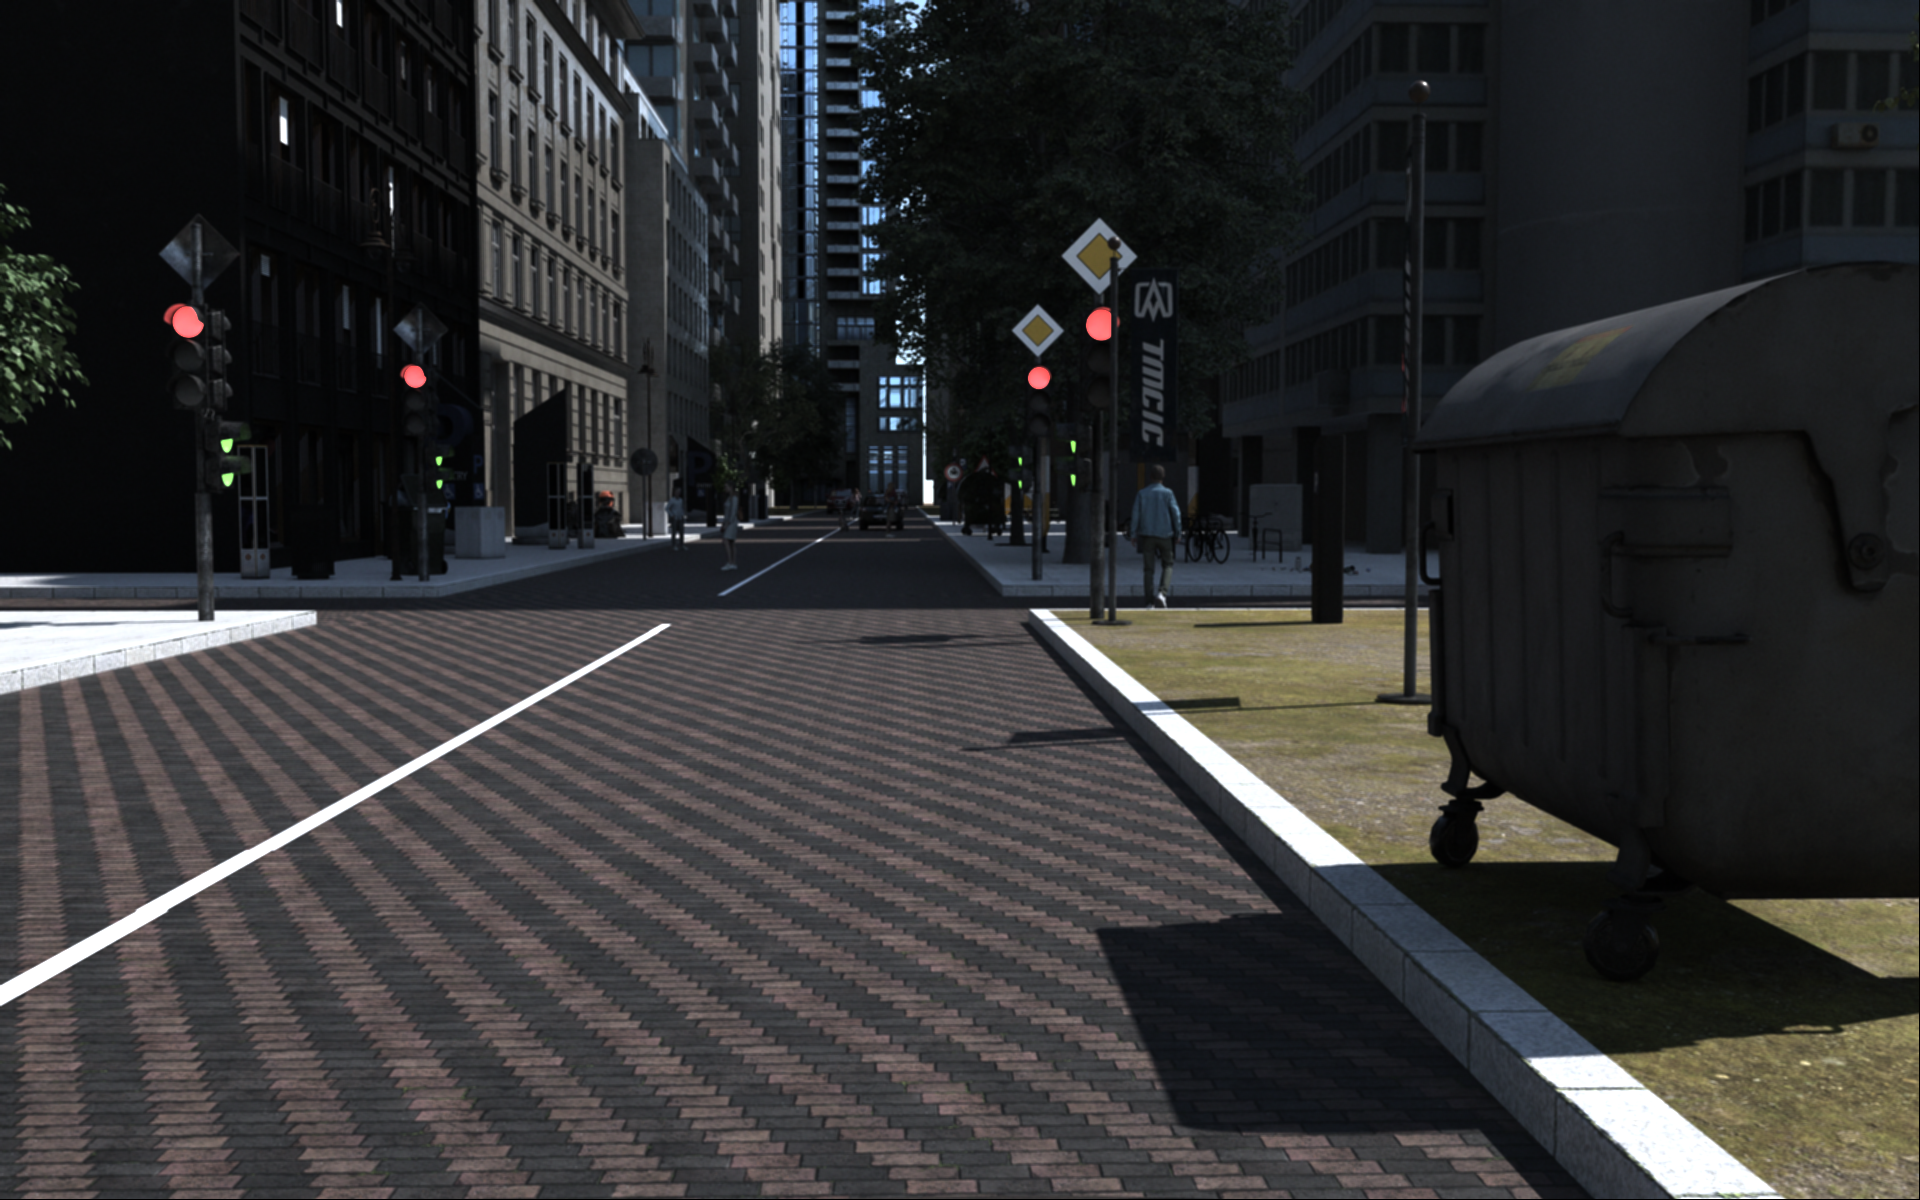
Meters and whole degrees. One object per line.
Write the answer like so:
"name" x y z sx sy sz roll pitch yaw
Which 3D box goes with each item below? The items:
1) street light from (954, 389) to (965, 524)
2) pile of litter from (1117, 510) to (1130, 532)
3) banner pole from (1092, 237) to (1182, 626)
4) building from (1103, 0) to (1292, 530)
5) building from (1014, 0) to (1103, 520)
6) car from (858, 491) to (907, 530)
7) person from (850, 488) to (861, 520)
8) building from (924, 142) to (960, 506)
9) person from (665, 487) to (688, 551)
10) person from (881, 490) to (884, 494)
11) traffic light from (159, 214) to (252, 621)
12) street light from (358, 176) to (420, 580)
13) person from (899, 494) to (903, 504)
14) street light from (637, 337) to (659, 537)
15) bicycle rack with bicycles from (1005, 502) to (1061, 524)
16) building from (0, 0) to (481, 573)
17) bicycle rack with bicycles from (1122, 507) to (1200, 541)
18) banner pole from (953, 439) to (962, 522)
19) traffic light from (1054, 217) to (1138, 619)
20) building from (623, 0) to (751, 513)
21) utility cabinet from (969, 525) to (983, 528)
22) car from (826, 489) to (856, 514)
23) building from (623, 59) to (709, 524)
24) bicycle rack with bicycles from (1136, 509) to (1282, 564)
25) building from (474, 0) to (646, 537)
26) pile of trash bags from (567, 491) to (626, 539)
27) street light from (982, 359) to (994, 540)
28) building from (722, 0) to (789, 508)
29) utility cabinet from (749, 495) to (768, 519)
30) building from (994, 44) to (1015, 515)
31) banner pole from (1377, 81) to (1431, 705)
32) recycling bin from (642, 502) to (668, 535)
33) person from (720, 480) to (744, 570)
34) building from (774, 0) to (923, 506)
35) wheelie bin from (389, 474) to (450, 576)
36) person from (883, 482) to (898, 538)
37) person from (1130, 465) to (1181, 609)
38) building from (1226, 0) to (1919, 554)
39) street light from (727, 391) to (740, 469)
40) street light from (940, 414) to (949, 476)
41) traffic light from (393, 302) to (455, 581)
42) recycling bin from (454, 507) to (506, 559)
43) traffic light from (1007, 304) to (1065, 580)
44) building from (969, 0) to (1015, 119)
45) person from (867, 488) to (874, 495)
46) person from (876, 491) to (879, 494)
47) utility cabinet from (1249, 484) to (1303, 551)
"street light" -0.016 -6.221 74.501 0.468 5.910 1.993 0 4 -2
"pile of litter" 5.510 -2.787 59.538 1.176 0.858 1.719 2 4 24
"banner pole" 1.731 -1.647 16.944 0.863 3.779 0.401 0 4 2
"building" 12.408 -18.169 68.763 14.160 30.474 14.107 0 4 -2
"building" 10.191 -26.927 90.361 14.600 45.320 14.200 0 4 -2
"car" -3.161 -3.688 70.087 2.009 1.686 4.222 0 4 -1
"person" -5.936 -5.415 97.626 0.593 1.750 0.643 -2 4 -29
"building" 3.084 -31.249 194.522 14.086 41.232 14.154 0 4 -2
"person" -7.204 -2.061 44.013 0.589 1.601 0.330 -3 5 -39
"person" -6.678 -8.578 149.428 1.217 1.739 0.721 0 4 3
"traffic light" -7.611 -1.743 17.413 0.839 4.253 0.868 0 4 -2
"street light" -8.399 -3.231 25.621 0.468 5.910 1.993 0 4 -2
"person" -5.413 -8.858 156.544 0.599 1.433 0.991 0 4 5
"street light" -9.190 -4.799 51.245 0.468 5.910 1.993 0 4 -2
"bicycle rack with bicycles" 3.341 -3.862 76.530 2.925 0.926 2.852 -3 4 -38
"building" -17.987 -12.567 35.144 12.332 23.373 15.834 0 4 -2
"bicycle rack with bicycles" 5.833 -2.121 48.064 2.925 0.926 2.852 -1 4 -22
"banner pole" -0.183 -5.461 79.304 0.401 3.779 0.863 -1 4 -23
"traffic light" 1.394 -1.762 17.727 0.839 4.253 0.868 0 4 -2
"building" -26.617 -30.269 114.513 23.786 49.044 30.456 0 4 -2
"utility cabinet" 0.611 -3.318 65.416 0.306 1.237 1.020 -1 4 -18
"car" -8.593 -7.161 125.753 2.281 1.827 5.304 0 4 -2
"building" -18.173 -13.941 82.689 10.420 20.320 16.860 0 4 -2
"bicycle rack with bicycles" 4.967 -1.201 33.014 2.852 0.926 2.925 0 4 1
"building" -20.850 -13.778 58.550 16.112 22.955 30.059 0 4 -2
"pile of trash bags" -10.801 -2.539 51.260 1.912 1.369 3.447 0 4 1
"street light" 0.842 -4.612 48.202 0.468 5.910 1.993 0 4 -2
"building" -30.181 -34.763 157.612 27.495 52.752 28.713 0 4 -2
"utility cabinet" -10.445 -4.802 89.673 1.020 1.237 0.306 0 4 -3
"building" 8.947 -20.984 114.793 14.160 30.474 14.107 0 4 -2
"banner pole" 2.816 -1.273 10.838 0.401 3.779 0.863 0 4 8
"recycling bin" -9.519 -2.541 54.100 0.722 1.027 0.722 0 4 -4
"person" -4.363 -1.434 32.948 0.522 1.701 0.512 -2 4 -24
"building" -19.825 -54.070 196.709 31.000 86.520 22.319 0 4 -2
"wheelie bin" -8.618 -1.200 27.531 0.693 1.594 0.980 3 5 42
"person" -2.280 -2.984 57.265 0.573 1.828 0.580 -2 4 -28
"person" 2.385 -0.750 21.105 0.601 1.785 0.444 1 4 14
"building" 19.834 -21.408 41.898 23.993 40.220 32.217 0 4 -2
"street light" -10.021 -6.351 76.622 0.468 5.910 1.993 0 4 -2
"street light" -0.906 -7.810 100.477 0.468 5.910 1.993 0 4 -2
"traffic light" -7.876 -2.231 25.394 0.839 4.253 0.868 0 4 -2
"recycling bin" -9.555 -1.341 34.481 0.722 1.027 0.722 2 4 25
"traffic light" 1.129 -2.250 25.708 0.839 4.253 0.868 0 4 -2
"building" 7.524 -28.083 142.753 14.154 41.232 14.086 0 4 -2
"person" -5.256 -5.713 102.364 0.683 1.767 0.568 1 4 17
"person" -7.978 -9.676 167.364 0.551 1.740 0.621 3 4 37
"utility cabinet" 7.106 -1.856 39.028 1.173 1.500 0.318 3 4 37
